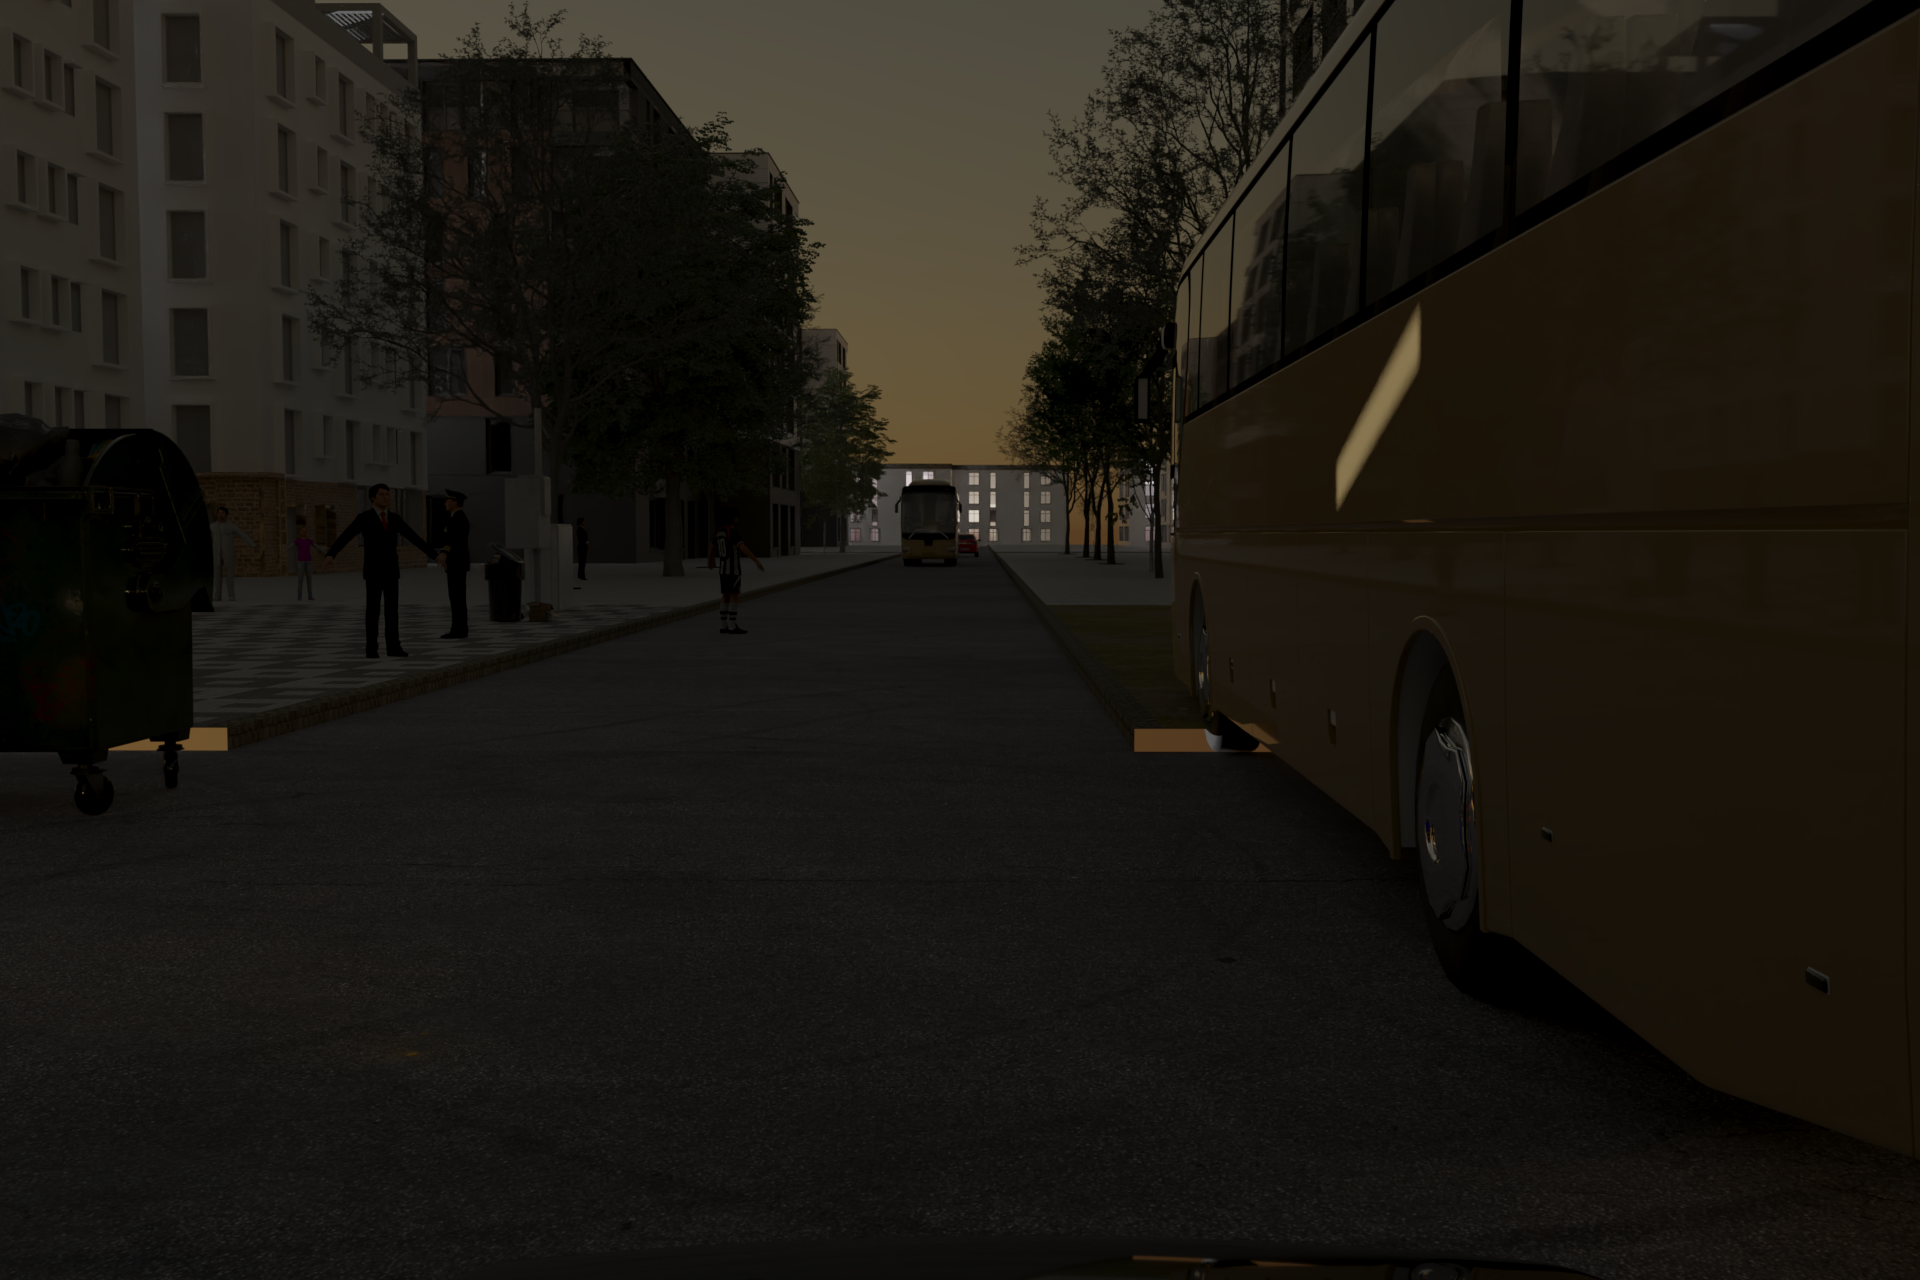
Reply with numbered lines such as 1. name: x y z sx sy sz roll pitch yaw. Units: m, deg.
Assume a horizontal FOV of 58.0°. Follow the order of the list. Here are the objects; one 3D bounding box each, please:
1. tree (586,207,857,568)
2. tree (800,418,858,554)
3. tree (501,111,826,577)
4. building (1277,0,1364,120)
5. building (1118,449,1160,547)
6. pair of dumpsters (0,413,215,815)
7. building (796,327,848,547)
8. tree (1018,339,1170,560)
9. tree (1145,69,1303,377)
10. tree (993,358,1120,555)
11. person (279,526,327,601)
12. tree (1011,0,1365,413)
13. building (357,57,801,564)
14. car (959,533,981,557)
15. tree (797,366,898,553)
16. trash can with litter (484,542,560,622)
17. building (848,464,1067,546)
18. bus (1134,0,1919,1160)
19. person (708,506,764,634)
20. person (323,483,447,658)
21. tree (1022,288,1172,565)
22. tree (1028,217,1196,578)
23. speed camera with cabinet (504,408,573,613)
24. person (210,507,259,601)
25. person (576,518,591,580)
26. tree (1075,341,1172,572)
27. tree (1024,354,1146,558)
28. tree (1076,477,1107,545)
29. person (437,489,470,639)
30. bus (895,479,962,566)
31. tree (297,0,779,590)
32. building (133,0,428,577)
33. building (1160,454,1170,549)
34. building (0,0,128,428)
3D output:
1. tree: -9.409 -9.454 64.944 12.009 13.543 11.850 0 3 0
2. tree: -8.655 -9.819 110.906 4.737 8.622 4.395 0 3 0
3. tree: -8.780 -8.890 52.006 9.857 13.997 8.962 0 3 0
4. building: 25.072 -13.417 63.335 27.936 21.610 32.646 0 4 1
5. building: 21.201 -13.972 170.587 9.099 9.664 28.070 0 4 0
6. pair of dumpsters: -6.448 -0.258 9.165 4.436 2.255 1.574 0 4 0
7. building: -26.237 -19.972 170.510 27.936 21.610 32.646 0 4 1
8. tree: 6.678 -9.697 84.309 9.928 11.665 9.643 0 3 0
9. tree: 5.673 -4.707 27.324 4.360 8.622 3.978 0 3 0
10. tree: 6.871 -12.112 108.400 12.009 13.543 11.850 0 3 0
11. person: -12.636 -1.478 33.428 0.991 1.433 0.599 -2 4 -35
12. tree: 6.135 -7.659 35.591 12.009 13.543 11.850 0 3 0
13. building: -24.209 -15.121 91.205 27.936 21.610 32.646 0 4 1
14. car: 0.270 -6.091 108.631 2.155 1.783 4.494 0 4 -1
15. tree: -8.101 -12.199 117.583 7.486 12.596 7.792 0 3 0
16. trash can with litter: -6.433 -0.860 25.440 1.055 1.170 0.624 0 4 2
17. building: -1.036 -16.045 206.947 28.070 9.664 9.099 0 4 0
18. bus: 2.765 -1.017 8.178 2.896 3.916 12.252 0 4 1
19. person: -3.285 -0.997 24.910 0.704 1.843 1.345 -3 5 -41
20. person: -6.000 -0.723 18.009 1.347 1.806 0.705 -3 5 -44
21. tree: 6.261 -9.004 72.965 9.928 11.665 9.643 0 3 0
22. tree: 5.453 -7.062 49.872 7.601 10.594 8.767 -1 4 -19
23. speed camera with cabinet: -6.805 -2.059 28.008 0.660 3.252 2.038 0 4 2
24. person: -14.135 -1.653 33.219 1.347 1.806 0.705 -1 4 -10
25. person: -10.447 -2.538 48.216 0.721 1.740 1.216 -1 4 -22
26. tree: 6.311 -6.596 58.212 4.737 8.622 4.395 0 3 0
27. tree: 6.948 -10.283 93.890 9.928 11.665 9.643 0 3 0
28. tree: 16.413 -15.843 209.387 4.360 8.622 3.978 0 3 0
29. person: -6.243 -0.945 21.384 0.705 1.837 1.347 -1 4 -8
30. bus: -1.325 -5.461 80.831 2.896 3.916 12.252 0 4 0
31. tree: -9.427 -7.921 39.882 12.009 13.543 11.850 0 3 0
32. building: -25.341 -11.997 52.563 16.016 20.090 11.380 0 4 1
33. building: 21.986 -12.107 140.089 9.099 9.664 28.070 0 4 1
34. building: -28.199 -10.968 35.743 16.016 20.090 11.380 0 4 0
